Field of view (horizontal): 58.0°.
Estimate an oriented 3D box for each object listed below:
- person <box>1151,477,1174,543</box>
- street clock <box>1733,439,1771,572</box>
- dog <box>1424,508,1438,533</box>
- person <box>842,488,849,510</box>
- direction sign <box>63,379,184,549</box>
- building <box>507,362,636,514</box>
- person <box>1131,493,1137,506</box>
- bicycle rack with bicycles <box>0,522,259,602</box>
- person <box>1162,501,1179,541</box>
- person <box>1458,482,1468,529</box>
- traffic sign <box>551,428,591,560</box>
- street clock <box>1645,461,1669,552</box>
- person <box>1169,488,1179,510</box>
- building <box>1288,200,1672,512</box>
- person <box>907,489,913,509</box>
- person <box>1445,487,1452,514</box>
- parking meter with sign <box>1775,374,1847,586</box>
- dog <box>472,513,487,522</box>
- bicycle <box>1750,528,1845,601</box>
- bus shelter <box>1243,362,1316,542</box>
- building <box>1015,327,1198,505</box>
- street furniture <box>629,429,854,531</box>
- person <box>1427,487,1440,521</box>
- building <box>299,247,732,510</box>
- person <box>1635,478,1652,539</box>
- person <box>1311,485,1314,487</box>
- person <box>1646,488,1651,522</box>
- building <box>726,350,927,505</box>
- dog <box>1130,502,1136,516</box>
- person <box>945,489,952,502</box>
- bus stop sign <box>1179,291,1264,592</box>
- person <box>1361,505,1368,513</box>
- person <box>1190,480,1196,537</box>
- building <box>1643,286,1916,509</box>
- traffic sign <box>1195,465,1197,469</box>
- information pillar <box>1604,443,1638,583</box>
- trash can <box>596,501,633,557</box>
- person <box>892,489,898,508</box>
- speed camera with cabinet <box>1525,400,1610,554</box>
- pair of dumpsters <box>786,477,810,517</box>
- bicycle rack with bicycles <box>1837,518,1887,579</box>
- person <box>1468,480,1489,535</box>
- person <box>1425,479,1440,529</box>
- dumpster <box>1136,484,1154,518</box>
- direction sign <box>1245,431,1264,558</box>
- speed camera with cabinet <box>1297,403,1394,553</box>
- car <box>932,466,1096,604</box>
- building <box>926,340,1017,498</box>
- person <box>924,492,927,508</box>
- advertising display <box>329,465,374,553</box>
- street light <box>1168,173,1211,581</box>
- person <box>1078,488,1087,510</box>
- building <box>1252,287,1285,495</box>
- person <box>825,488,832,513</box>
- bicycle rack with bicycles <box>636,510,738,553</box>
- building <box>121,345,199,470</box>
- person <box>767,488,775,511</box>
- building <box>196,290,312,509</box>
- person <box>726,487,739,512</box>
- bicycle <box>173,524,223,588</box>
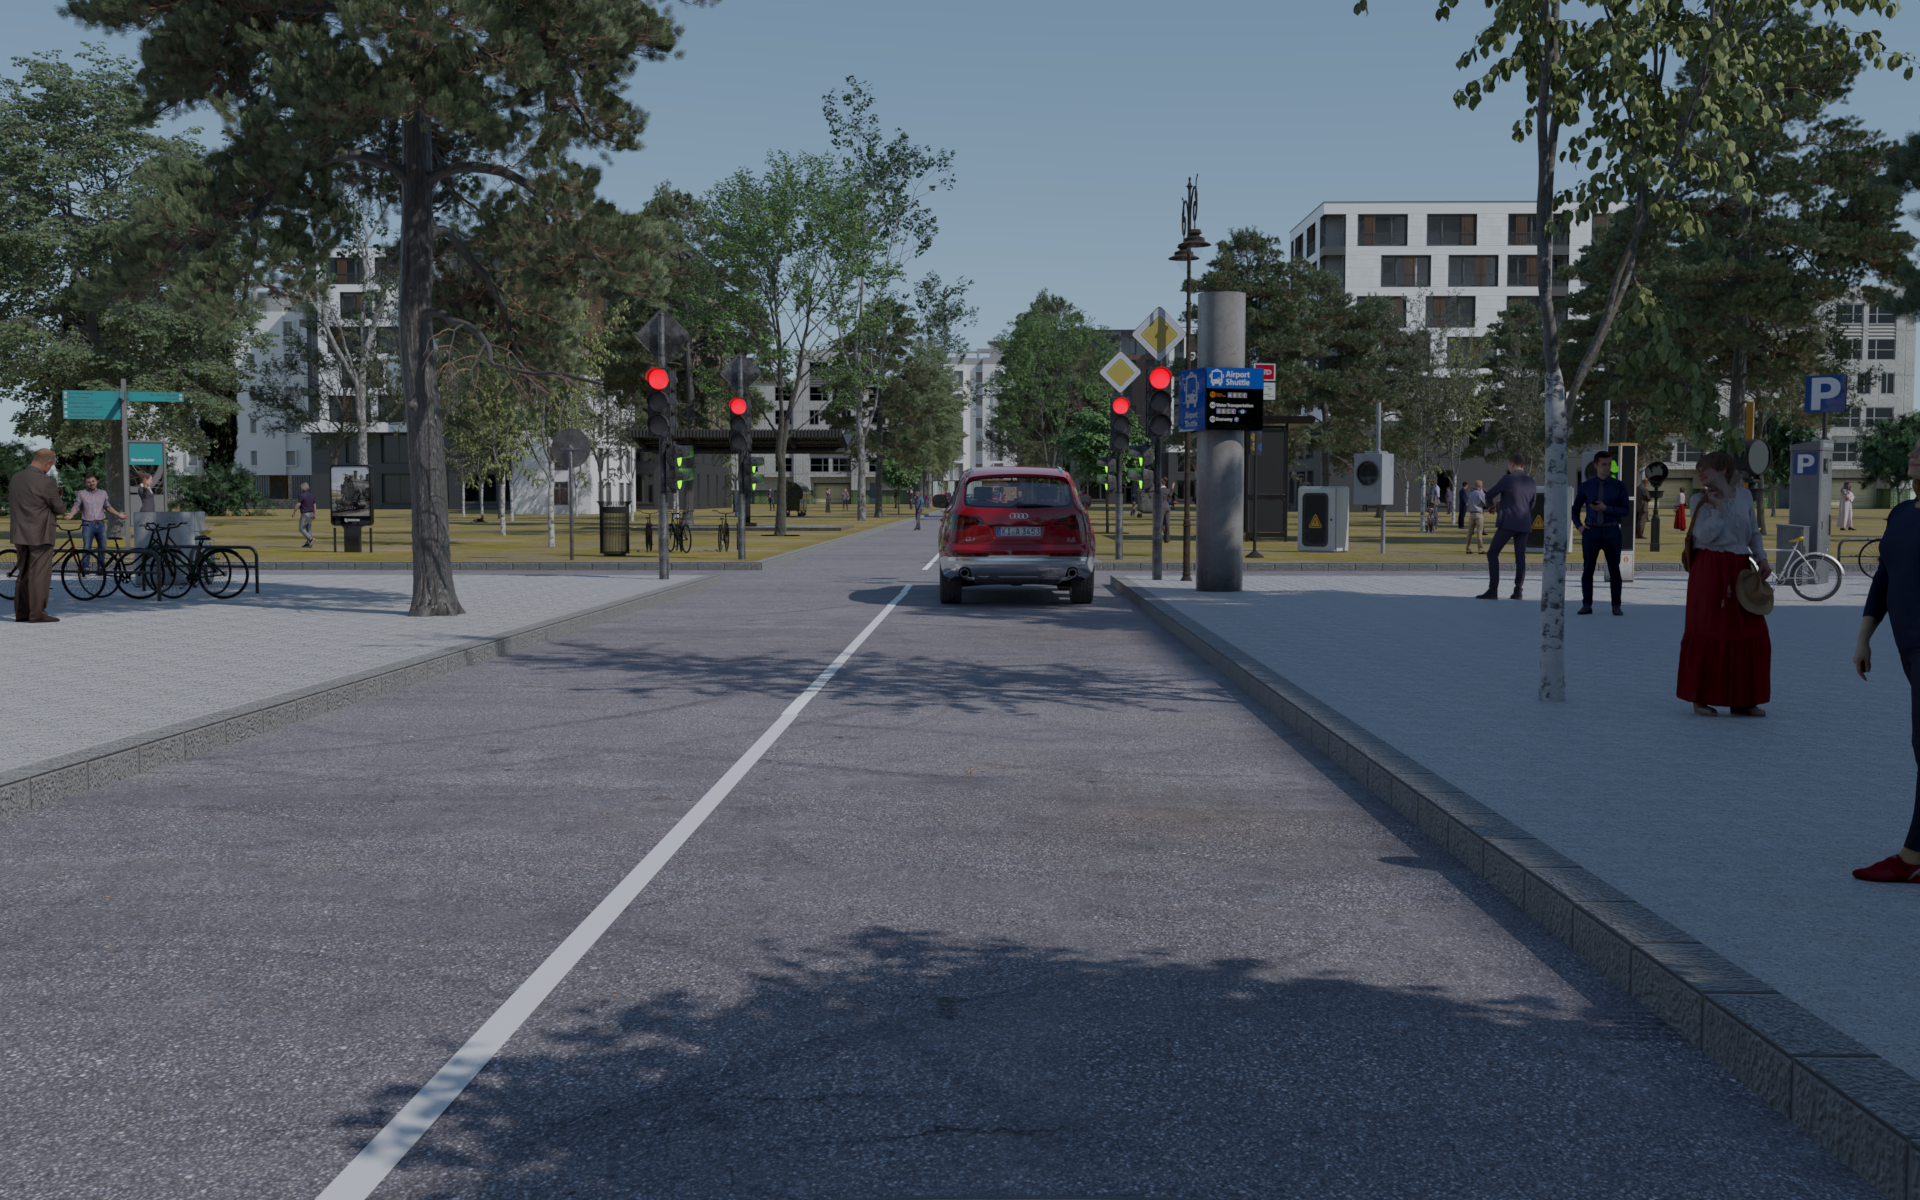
[{"bbox_3d":[5.360,-2.370,45.587,0.445,1.727,0.742,2,4,28],"label":"person"},{"bbox_3d":[10.404,-1.114,22.787,0.471,2.002,0.358,-2,4,-30],"label":"street clock"},{"bbox_3d":[15.675,-2.631,57.391,0.800,0.831,0.513,-3,5,-41],"label":"dog"},{"bbox_3d":[-9.042,-7.972,136.910,0.617,1.759,0.750,0,4,-7],"label":"person"},{"bbox_3d":[-19.141,-3.114,39.675,2.525,3.948,1.411,-1,4,-23],"label":"direction sign"},{"bbox_3d":[-27.719,-11.149,124.432,9.099,9.664,28.070,0,4,1],"label":"building"},{"bbox_3d":[17.571,-10.113,174.629,0.697,1.427,0.421,-2,4,-32],"label":"person"},{"bbox_3d":[-10.047,-0.501,21.573,2.925,0.926,2.852,1,4,17],"label":"bicycle rack with bicycles"},{"bbox_3d":[5.580,-2.344,46.730,0.546,1.535,0.453,-1,4,-11],"label":"person"},{"bbox_3d":[18.534,-3.474,63.552,0.504,1.737,0.576,0,4,-7],"label":"person"},{"bbox_3d":[-7.538,-2.046,33.560,0.768,2.556,0.104,0,4,2],"label":"traffic sign"},{"bbox_3d":[15.447,-2.072,38.446,0.471,2.002,0.358,1,4,16],"label":"street clock"},{"bbox_3d":[17.577,-8.305,142.346,1.217,1.766,0.721,-3,5,-42],"label":"person"},{"bbox_3d":[39.608,-17.935,137.210,27.936,21.610,32.646,0,4,1],"label":"building"},{"bbox_3d":[-4.214,-8.445,144.926,0.742,1.727,0.445,2,4,31],"label":"person"},{"bbox_3d":[31.115,-6.316,110.227,0.541,1.710,0.530,-1,4,-15],"label":"person"},{"bbox_3d":[12.155,-1.745,24.797,0.543,3.016,1.738,3,5,39],"label":"parking meter with sign"},{"bbox_3d":[-21.845,-3.727,78.673,0.748,0.427,0.550,1,4,22],"label":"dog"},{"bbox_3d":[9.848,-0.468,20.868,1.543,0.972,0.635,2,4,26],"label":"bicycle"},{"bbox_3d":[8.536,-4.459,50.539,2.179,5.291,8.768,0,4,1],"label":"bus shelter"},{"bbox_3d":[23.588,-23.335,225.499,32.646,21.610,27.936,0,4,1],"label":"building"},{"bbox_3d":[-7.727,-4.314,62.642,7.346,3.524,5.398,0,4,1],"label":"street furniture"},{"bbox_3d":[22.372,-4.532,81.850,0.593,1.614,0.444,2,4,26],"label":"person"},{"bbox_3d":[-38.114,-18.927,153.426,32.646,21.610,27.936,0,4,1],"label":"building"},{"bbox_3d":[19.558,-2.622,49.592,0.600,1.739,0.565,-3,5,-41],"label":"person"},{"bbox_3d":[19.863,-5.581,97.733,0.568,1.767,0.683,-1,4,-18],"label":"person"},{"bbox_3d":[31.096,-4.297,78.517,0.429,1.552,0.499,3,5,42],"label":"person"},{"bbox_3d":[-19.963,-21.677,220.880,31.486,18.905,16.747,0,4,1],"label":"building"},{"bbox_3d":[10.181,-5.288,100.846,0.513,0.831,0.800,3,4,36],"label":"dog"},{"bbox_3d":[-0.801,-6.631,117.360,0.683,1.767,0.568,2,4,28],"label":"person"},{"bbox_3d":[3.436,-2.070,22.861,0.837,3.901,0.837,-1,4,-17],"label":"bus stop sign"},{"bbox_3d":[27.985,-6.971,119.657,1.348,1.869,0.705,-1,4,-11],"label":"person"},{"bbox_3d":[7.156,-2.778,52.174,0.504,1.737,0.576,0,4,3],"label":"person"},{"bbox_3d":[65.515,-17.704,155.920,31.486,18.905,16.747,0,4,1],"label":"building"},{"bbox_3d":[5.361,-2.220,36.294,0.884,2.594,0.081,1,4,9],"label":"traffic sign"},{"bbox_3d":[9.582,-1.262,25.129,0.304,2.012,0.304,-1,4,-18],"label":"information pillar"},{"bbox_3d":[-7.108,-1.466,35.630,0.748,1.137,0.748,0,3,0],"label":"trash can"},{"bbox_3d":[-5.823,-9.019,154.327,0.721,1.723,1.217,1,4,12],"label":"person"},{"bbox_3d":[13.014,-2.605,36.929,2.038,3.252,0.660,3,5,42],"label":"speed camera with cabinet"},{"bbox_3d":[-9.598,-5.956,99.878,1.574,2.255,4.436,0,4,1],"label":"pair of dumpsters"},{"bbox_3d":[14.355,-0.723,25.197,2.925,0.926,2.852,0,4,0],"label":"bicycle rack with bicycles"},{"bbox_3d":[16.091,-2.862,53.662,0.655,1.722,0.431,0,4,5],"label":"person"},{"bbox_3d":[17.069,-3.480,62.816,0.599,1.838,0.709,0,4,2],"label":"person"},{"bbox_3d":[10.203,-5.366,93.490,1.264,1.857,1.865,0,4,1],"label":"dumpster"},{"bbox_3d":[5.943,-2.621,34.847,0.379,3.537,0.876,2,4,25],"label":"direction sign"},{"bbox_3d":[8.417,-2.663,37.868,2.038,3.252,0.660,3,5,41],"label":"speed camera with cabinet"},{"bbox_3d":[0.738,-0.947,24.154,2.281,1.827,5.304,0,3,0],"label":"car"},{"bbox_3d":[1.451,-22.219,219.701,11.380,20.091,16.016,0,4,1],"label":"building"},{"bbox_3d":[-3.159,-9.260,160.664,0.599,1.433,0.991,-3,5,-41],"label":"person"},{"bbox_3d":[-13.322,-2.003,37.957,0.974,1.923,0.123,1,4,9],"label":"advertising display"},{"bbox_3d":[3.346,-3.219,25.413,0.468,5.910,1.993,0,4,1],"label":"street light"},{"bbox_3d":[5.067,-3.945,72.750,0.590,1.554,0.614,0,4,6],"label":"person"},{"bbox_3d":[33.905,-18.548,159.681,16.016,20.091,11.380,0,4,1],"label":"building"},{"bbox_3d":[-8.987,-6.825,118.436,0.445,1.727,0.742,0,4,-4],"label":"person"},{"bbox_3d":[-5.941,-1.544,38.621,2.852,0.926,2.925,-1,4,-8],"label":"bicycle rack with bicycles"},{"bbox_3d":[-72.266,-18.581,160.213,11.380,20.091,16.016,0,4,1],"label":"building"},{"bbox_3d":[-14.610,-7.788,133.821,0.683,1.767,0.568,1,4,16],"label":"person"},{"bbox_3d":[-60.597,-18.521,159.243,11.380,20.091,16.016,0,4,1],"label":"building"},{"bbox_3d":[-15.708,-7.041,121.293,1.348,1.807,0.705,0,4,-8],"label":"person"},{"bbox_3d":[-10.567,-0.668,24.150,0.635,0.972,1.543,-1,4,-12],"label":"bicycle"}]
